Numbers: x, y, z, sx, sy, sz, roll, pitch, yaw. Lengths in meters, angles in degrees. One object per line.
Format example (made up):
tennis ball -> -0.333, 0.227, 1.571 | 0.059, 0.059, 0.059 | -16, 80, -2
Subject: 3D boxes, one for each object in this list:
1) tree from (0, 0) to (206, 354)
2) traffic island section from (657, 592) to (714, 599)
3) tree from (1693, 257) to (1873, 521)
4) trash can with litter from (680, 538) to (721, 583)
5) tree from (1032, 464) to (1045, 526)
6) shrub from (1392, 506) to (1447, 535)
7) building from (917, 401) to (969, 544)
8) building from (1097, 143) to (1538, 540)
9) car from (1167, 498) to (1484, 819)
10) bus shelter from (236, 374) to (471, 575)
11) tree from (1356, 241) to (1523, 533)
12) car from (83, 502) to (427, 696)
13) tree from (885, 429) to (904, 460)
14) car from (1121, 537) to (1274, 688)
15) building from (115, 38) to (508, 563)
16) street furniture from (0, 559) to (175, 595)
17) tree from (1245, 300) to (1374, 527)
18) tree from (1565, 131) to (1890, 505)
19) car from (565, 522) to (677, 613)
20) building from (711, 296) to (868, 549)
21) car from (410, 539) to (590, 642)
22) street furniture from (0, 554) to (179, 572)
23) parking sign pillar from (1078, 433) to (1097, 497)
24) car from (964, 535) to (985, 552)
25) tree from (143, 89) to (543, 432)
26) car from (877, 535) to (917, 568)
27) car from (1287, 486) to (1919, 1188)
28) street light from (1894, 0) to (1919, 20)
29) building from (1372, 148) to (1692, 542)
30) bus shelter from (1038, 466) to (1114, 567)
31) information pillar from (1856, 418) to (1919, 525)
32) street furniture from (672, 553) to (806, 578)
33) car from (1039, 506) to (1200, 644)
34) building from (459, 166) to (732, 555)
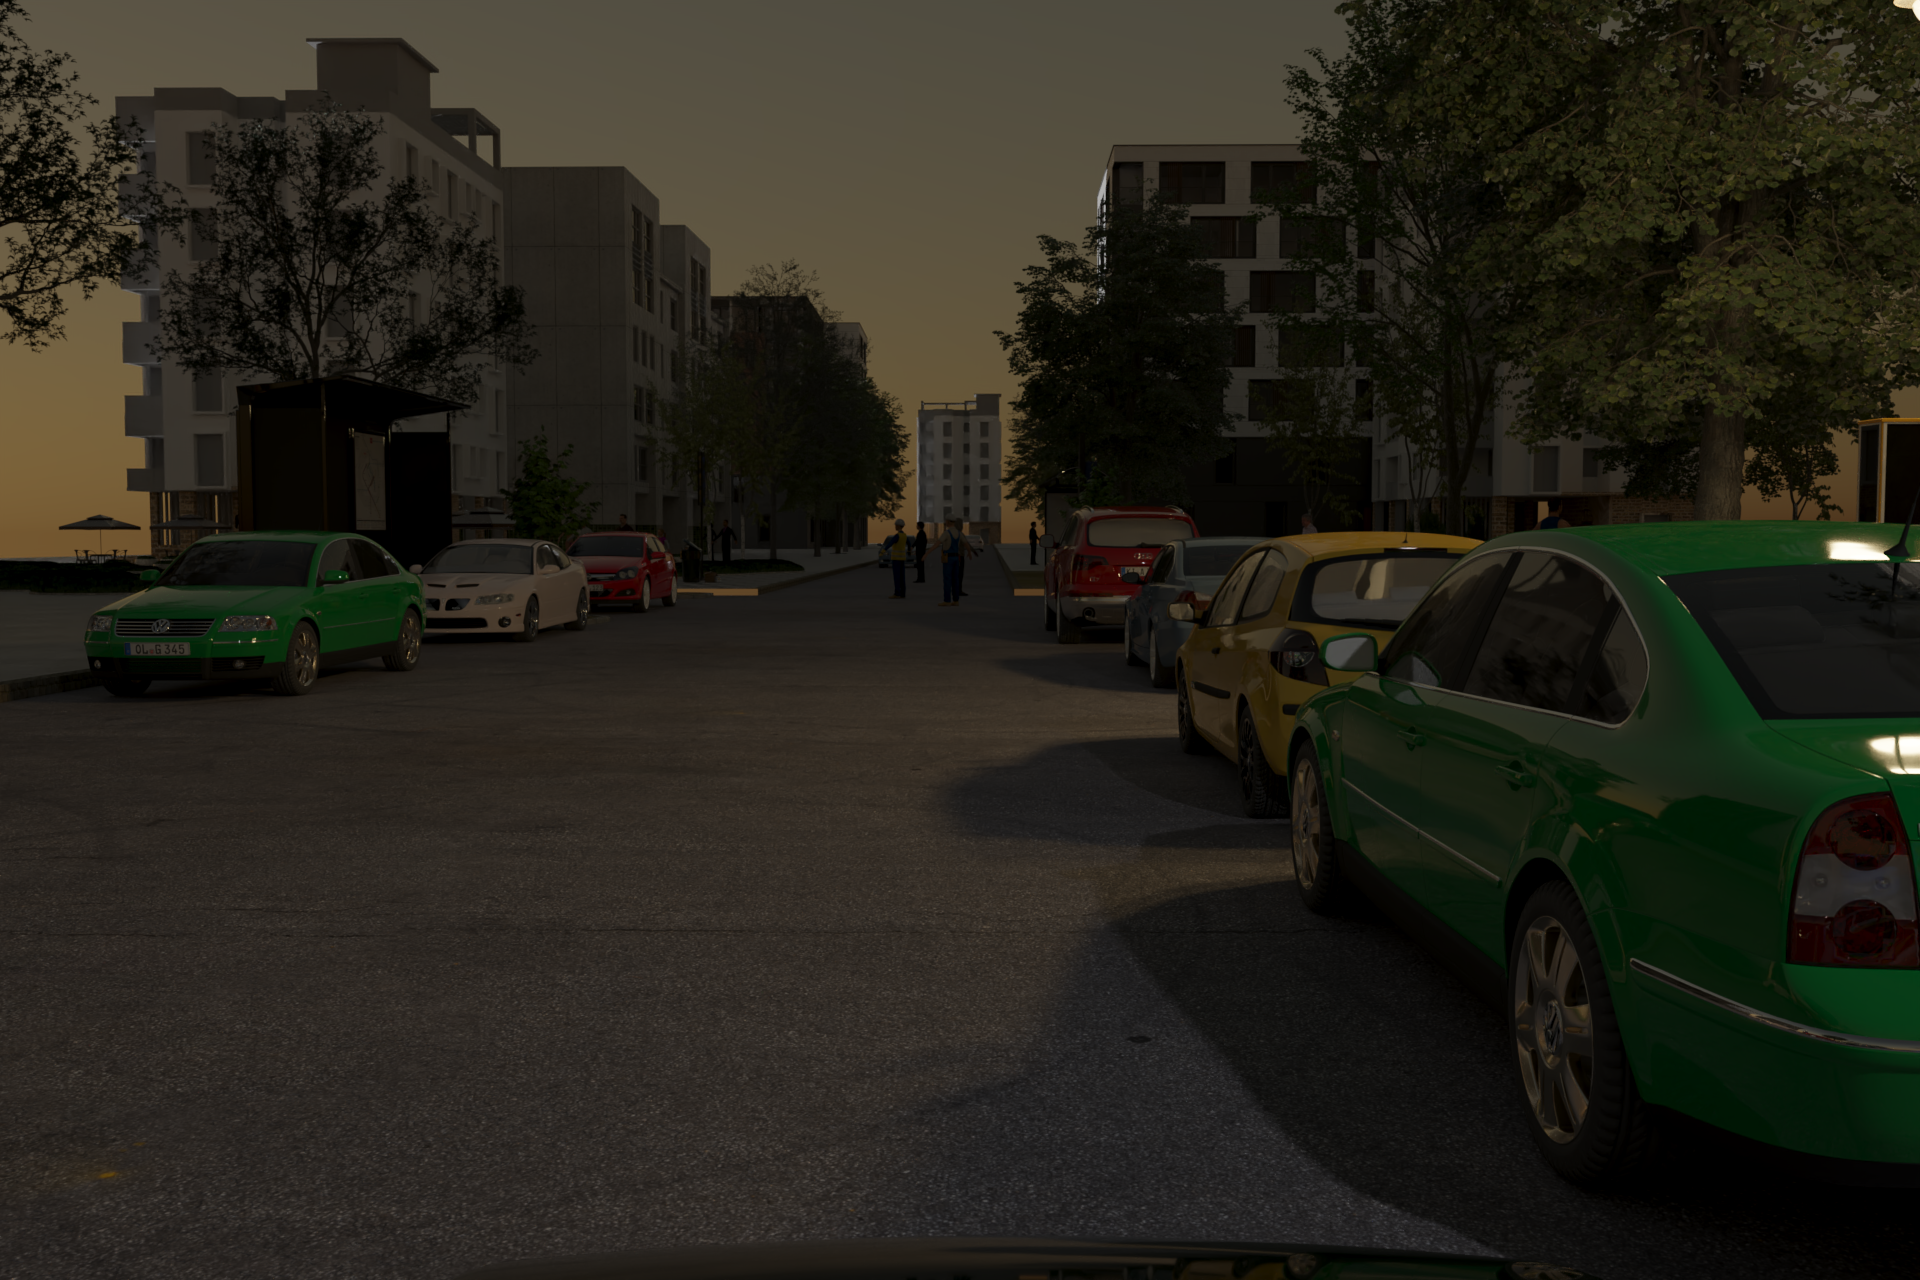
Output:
tree -> -12.489, -5.197, 19.379 | 8.767, 10.594, 7.601 | 1, 4, 21
traffic island section -> -6.646, -0.999, 39.208 | 1.991, 0.108, 1.994 | 0, 4, 1
tree -> 21.130, -5.722, 43.915 | 4.737, 8.622, 4.395 | 0, 3, 0
trash can with litter -> -6.876, -2.110, 45.886 | 1.055, 1.170, 0.624 | 0, 4, 3
tree -> 14.040, -19.958, 232.968 | 9.857, 13.997, 8.962 | 0, 3, 0
shrub -> 13.045, -2.733, 48.718 | 1.661, 2.075, 1.752 | 0, 3, 0
building -> -5.536, -23.175, 237.781 | 11.380, 20.090, 16.016 | 0, 4, 6
building -> 22.268, -16.105, 107.292 | 27.936, 21.610, 32.646 | 0, 4, 1
car -> 2.286, 0.005, 10.147 | 2.015, 1.641, 3.980 | 0, 4, 0
bus shelter -> -9.818, -2.283, 28.618 | 1.731, 3.624, 6.357 | 0, 4, 1
tree -> 11.558, -5.672, 43.099 | 4.737, 8.622, 4.395 | 0, 3, 0
car -> -6.639, -0.486, 16.748 | 1.959, 1.807, 4.718 | 0, 4, 1
tree -> -13.619, -23.175, 234.806 | 12.611, 20.169, 13.585 | 0, 3, 0
car -> 2.663, -0.329, 17.380 | 2.014, 1.417, 4.499 | 0, 4, 0
building -> -26.267, -12.918, 67.621 | 16.016, 20.090, 11.380 | 0, 4, 1
street furniture -> -19.121, -1.588, 41.591 | 5.734, 0.657, 10.072 | 1, 4, 12
tree -> 10.988, -6.342, 54.050 | 4.737, 8.622, 4.395 | 0, 3, 0
tree -> 24.089, -9.058, 54.751 | 9.857, 13.997, 8.962 | 0, 3, 0
car -> -6.559, -1.456, 32.849 | 2.155, 1.783, 4.494 | 0, 4, 1
building -> -23.633, -19.645, 165.166 | 27.936, 21.610, 32.646 | 0, 4, 0
car -> -6.545, -0.739, 24.446 | 2.083, 1.381, 4.827 | 0, 4, 1
street furniture -> -28.389, -2.260, 52.579 | 10.072, 0.657, 5.734 | 1, 4, 17
parking sign pillar -> 3.408, -3.565, 46.765 | 1.447, 3.967, 1.447 | 0, 4, 2
car -> 0.970, -7.745, 138.992 | 2.083, 1.381, 4.827 | 0, 4, 1
tree -> -12.742, -6.204, 35.848 | 8.767, 10.594, 7.601 | 0, 4, -3
car -> -2.544, -3.836, 74.718 | 2.014, 1.417, 4.499 | 0, 4, 1
car -> 2.185, 0.221, 5.179 | 1.959, 1.807, 4.718 | 0, 4, 0
street light -> 6.401, -2.325, 10.797 | 0.468, 5.910, 1.993 | 0, 4, 0
building -> 26.275, -14.123, 87.323 | 16.016, 20.090, 11.380 | 0, 4, 1
bus shelter -> 3.586, -3.681, 54.114 | 2.014, 3.302, 5.546 | 0, 4, -1
information pillar -> 5.989, -0.409, 11.172 | 0.304, 2.012, 0.304 | 0, 4, 1
street furniture -> -8.700, -2.437, 55.463 | 5.734, 0.657, 10.072 | 1, 4, 19
car -> 2.270, -0.943, 24.090 | 2.281, 1.827, 5.304 | 0, 4, 0
building -> -24.046, -14.256, 99.546 | 16.747, 18.905, 31.486 | 0, 4, 2
